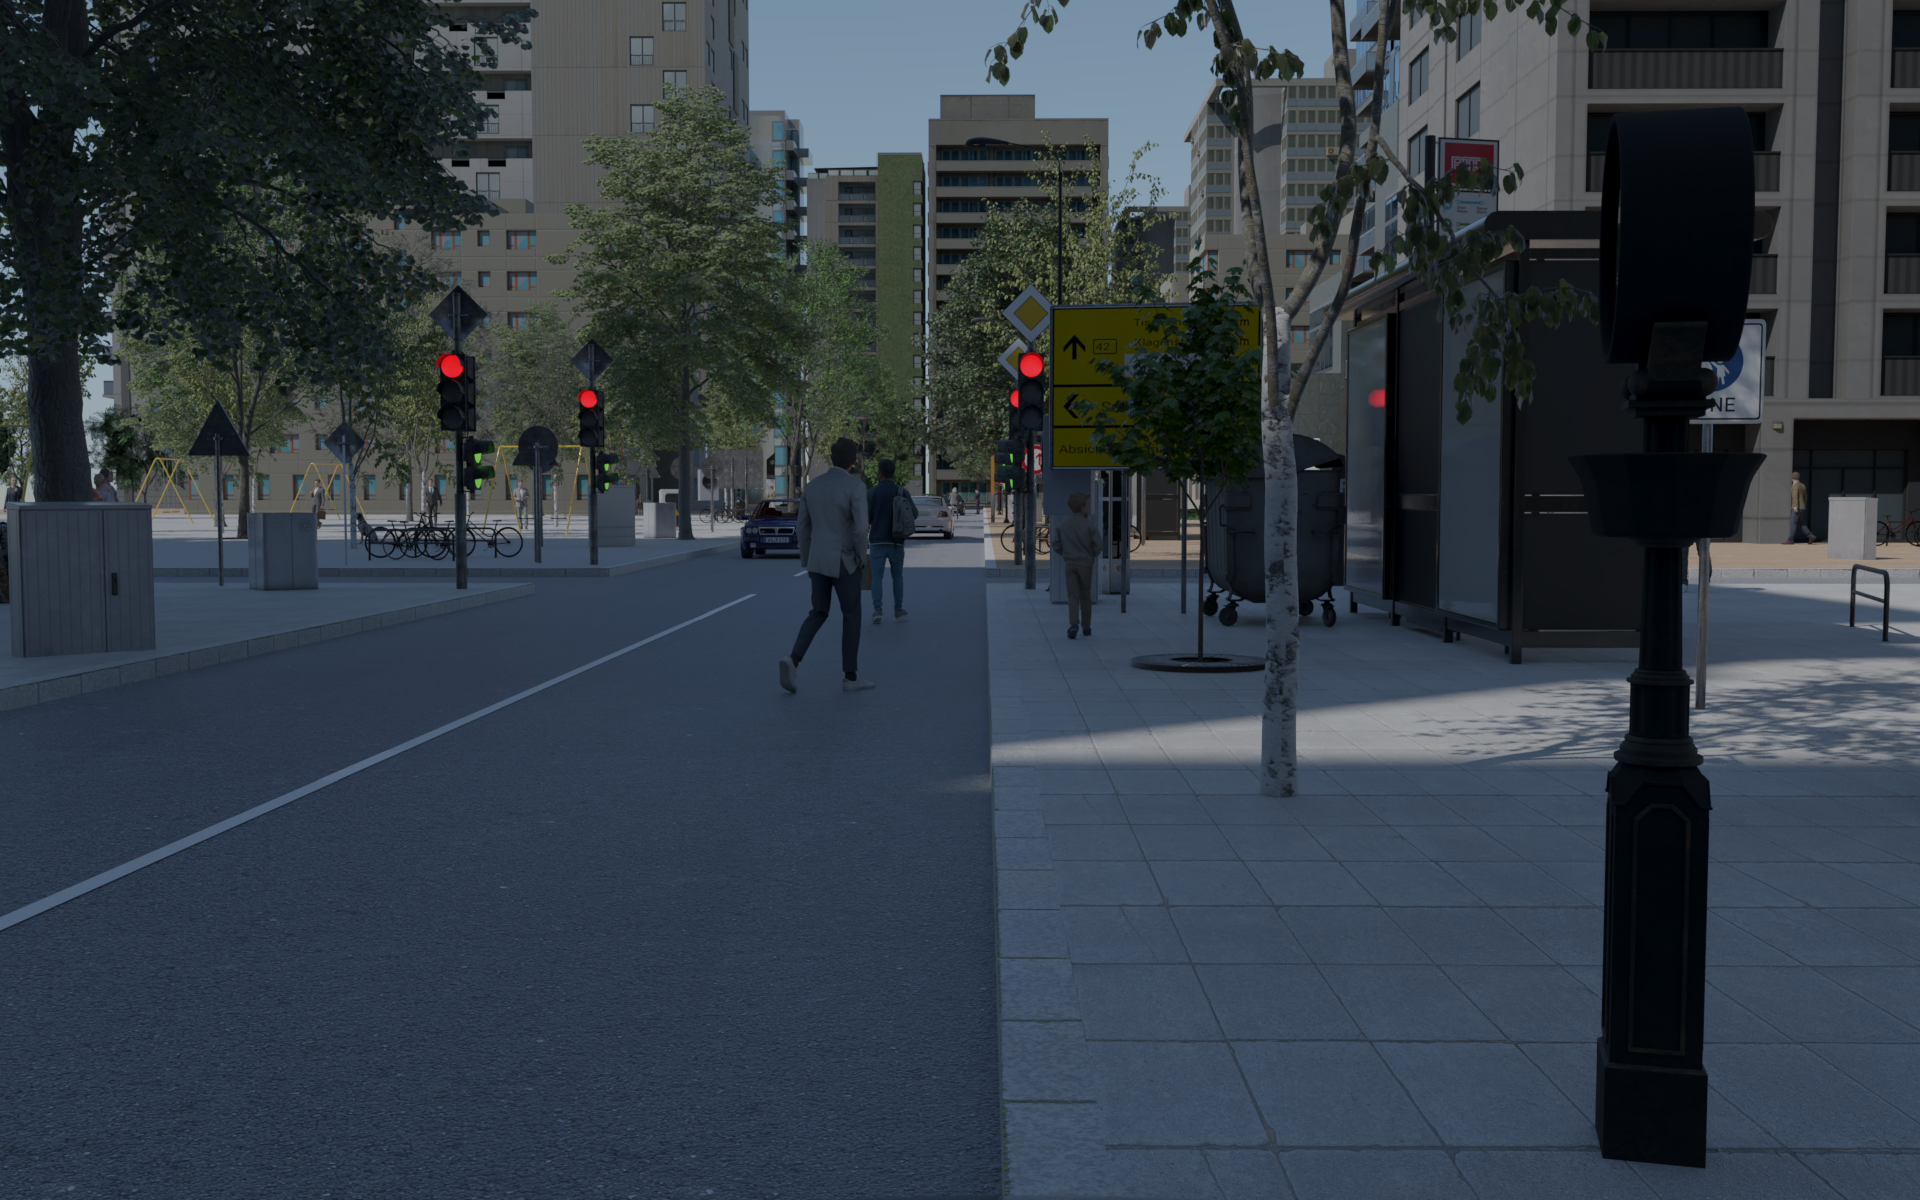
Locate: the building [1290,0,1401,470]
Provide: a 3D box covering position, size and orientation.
[{"bbox_3d":[28.015,-47.224,84.783,22.319,86.520,31.000,0,4,1],"label":"building"}]

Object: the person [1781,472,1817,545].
[{"bbox_3d":[21.254,-2.319,43.870,0.836,1.842,0.656,1,4,16],"label":"person"}]

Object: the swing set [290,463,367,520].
[{"bbox_3d":[-32.243,-5.551,88.381,2.862,2.851,3.119,0,4,7],"label":"swing set"}]

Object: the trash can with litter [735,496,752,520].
[{"bbox_3d":[-10.544,-4.510,85.118,1.055,1.170,0.624,0,4,1],"label":"trash can with litter"}]

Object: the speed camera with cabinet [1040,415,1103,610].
[{"bbox_3d":[1.305,-1.567,19.957,0.660,3.252,2.038,0,4,8],"label":"speed camera with cabinet"}]

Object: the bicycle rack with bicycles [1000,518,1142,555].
[{"bbox_3d":[2.277,-1.449,37.073,2.925,0.926,2.852,1,4,15],"label":"bicycle rack with bicycles"}]

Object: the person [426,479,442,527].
[{"bbox_3d":[-19.326,-3.526,63.470,0.659,1.850,0.755,-1,4,-14],"label":"person"}]

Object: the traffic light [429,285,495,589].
[{"bbox_3d":[-6.731,-2.105,23.339,0.839,4.253,0.868,0,4,1],"label":"traffic light"}]

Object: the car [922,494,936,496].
[{"bbox_3d":[-3.037,-9.703,167.435,1.959,1.807,4.718,0,4,2],"label":"car"}]

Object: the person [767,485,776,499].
[{"bbox_3d":[-10.036,-5.262,92.624,0.519,1.759,0.362,2,4,33],"label":"person"}]

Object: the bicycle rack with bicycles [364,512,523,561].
[{"bbox_3d":[-10.497,-1.278,34.273,2.925,0.926,2.852,1,4,12],"label":"bicycle rack with bicycles"}]

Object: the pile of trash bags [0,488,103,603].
[{"bbox_3d":[-11.263,-0.676,20.811,3.447,1.369,1.912,3,4,36],"label":"pile of trash bags"}]

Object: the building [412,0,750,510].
[{"bbox_3d":[-33.357,-34.533,153.851,27.495,52.752,28.713,0,4,1],"label":"building"}]

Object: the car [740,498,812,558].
[{"bbox_3d":[-4.028,-1.670,39.893,1.945,1.354,3.894,0,3,0],"label":"car"}]

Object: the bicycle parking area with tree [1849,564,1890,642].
[{"bbox_3d":[10.842,-1.558,12.472,8.231,4.147,9.016,2,4,32],"label":"bicycle parking area with tree"}]

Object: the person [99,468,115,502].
[{"bbox_3d":[-17.732,-1.836,36.069,0.388,1.821,0.555,-3,5,-39],"label":"person"}]

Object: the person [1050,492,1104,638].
[{"bbox_3d":[1.045,-0.316,15.484,0.475,1.303,0.640,0,4,5],"label":"person"}]

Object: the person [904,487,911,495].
[{"bbox_3d":[-2.802,-5.012,90.626,0.526,1.800,0.537,-3,5,-44],"label":"person"}]

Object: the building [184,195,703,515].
[{"bbox_3d":[-34.284,-16.906,121.448,27.650,21.520,28.899,0,4,1],"label":"building"}]

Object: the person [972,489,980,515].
[{"bbox_3d":[1.121,-6.857,121.064,0.568,1.767,0.683,0,4,6],"label":"person"}]

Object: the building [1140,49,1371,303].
[{"bbox_3d":[33.678,-28.362,155.597,32.217,40.220,23.993,0,4,1],"label":"building"}]

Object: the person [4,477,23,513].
[{"bbox_3d":[-26.755,-2.602,49.011,0.576,1.772,0.534,-2,4,-24],"label":"person"}]

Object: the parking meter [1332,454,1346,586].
[{"bbox_3d":[5.385,-1.129,24.170,0.399,1.863,0.255,1,4,17],"label":"parking meter"}]

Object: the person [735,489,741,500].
[{"bbox_3d":[-17.654,-8.003,137.606,0.721,1.736,1.217,-2,4,-27],"label":"person"}]

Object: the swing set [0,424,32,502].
[{"bbox_3d":[-22.276,-2.526,38.912,3.119,2.851,2.862,0,4,-5],"label":"swing set"}]

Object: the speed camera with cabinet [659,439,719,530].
[{"bbox_3d":[-9.614,-4.104,61.438,2.038,3.252,0.660,-1,4,-17],"label":"speed camera with cabinet"}]

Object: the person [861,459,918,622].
[{"bbox_3d":[-0.862,-0.663,19.321,0.794,1.824,0.713,1,4,8],"label":"person"}]

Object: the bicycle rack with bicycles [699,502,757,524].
[{"bbox_3d":[-9.960,-3.825,75.929,2.925,0.926,2.852,0,4,-3],"label":"bicycle rack with bicycles"}]

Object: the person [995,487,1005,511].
[{"bbox_3d":[2.969,-7.532,129.159,1.348,1.831,0.705,-2,4,-23],"label":"person"}]

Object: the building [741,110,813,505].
[{"bbox_3d":[-33.421,-36.420,215.078,30.456,49.044,23.786,0,4,1],"label":"building"}]

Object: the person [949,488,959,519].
[{"bbox_3d":[-0.349,-5.497,98.557,0.537,1.800,0.526,0,4,4],"label":"person"}]

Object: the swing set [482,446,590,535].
[{"bbox_3d":[-13.422,-3.577,56.109,3.119,2.851,2.862,1,4,10],"label":"swing set"}]

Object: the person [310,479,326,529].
[{"bbox_3d":[-23.376,-3.491,63.081,0.622,1.834,0.822,1,4,11],"label":"person"}]

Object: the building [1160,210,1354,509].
[{"bbox_3d":[30.283,-17.417,129.814,27.650,21.520,28.899,0,4,1],"label":"building"}]

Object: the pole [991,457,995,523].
[{"bbox_3d":[1.487,-5.152,78.074,0.158,3.312,0.155,0,3,0],"label":"pole"}]

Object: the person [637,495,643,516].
[{"bbox_3d":[-18.720,-5.544,101.351,0.362,1.253,0.373,0,4,2],"label":"person"}]

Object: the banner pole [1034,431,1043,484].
[{"bbox_3d":[2.281,-3.722,50.869,0.401,3.779,0.863,2,4,30],"label":"banner pole"}]

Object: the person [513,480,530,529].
[{"bbox_3d":[-15.906,-3.461,62.828,0.606,1.804,0.583,-1,4,-18],"label":"person"}]

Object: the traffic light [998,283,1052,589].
[{"bbox_3d":[0.930,-2.100,23.254,0.839,4.253,0.868,0,4,1],"label":"traffic light"}]

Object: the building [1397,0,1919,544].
[{"bbox_3d":[26.269,-37.565,52.442,20.611,71.187,20.563,0,4,1],"label":"building"}]

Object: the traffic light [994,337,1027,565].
[{"bbox_3d":[1.035,-2.588,31.239,0.839,4.253,0.868,0,4,1],"label":"traffic light"}]

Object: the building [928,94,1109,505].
[{"bbox_3d":[6.952,-36.088,213.740,21.600,48.544,21.300,0,4,1],"label":"building"}]

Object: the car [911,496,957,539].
[{"bbox_3d":[-1.150,-2.687,56.294,2.083,1.381,4.827,0,4,1],"label":"car"}]

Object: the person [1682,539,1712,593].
[{"bbox_3d":[9.589,-1.012,22.603,0.660,1.820,0.620,2,4,35],"label":"person"}]

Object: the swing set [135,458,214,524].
[{"bbox_3d":[-34.639,-4.788,75.899,2.862,2.851,3.119,0,4,-5],"label":"swing set"}]

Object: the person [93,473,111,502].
[{"bbox_3d":[-14.566,-1.247,29.239,0.694,1.780,0.624,1,4,23],"label":"person"}]

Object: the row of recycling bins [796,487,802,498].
[{"bbox_3d":[-8.275,-5.801,101.962,3.534,1.692,1.069,-1,4,-22],"label":"row of recycling bins"}]

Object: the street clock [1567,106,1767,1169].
[{"bbox_3d":[1.354,0.075,3.345,0.358,2.002,0.471,1,4,16],"label":"street clock"}]

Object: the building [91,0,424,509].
[{"bbox_3d":[-61.969,-37.722,158.755,28.212,58.520,21.231,0,4,1],"label":"building"}]

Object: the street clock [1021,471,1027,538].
[{"bbox_3d":[1.768,-2.712,48.915,0.471,2.002,0.358,3,5,43],"label":"street clock"}]

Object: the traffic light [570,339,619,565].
[{"bbox_3d":[-6.626,-2.593,31.324,0.839,4.253,0.868,0,4,1],"label":"traffic light"}]

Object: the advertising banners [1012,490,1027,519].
[{"bbox_3d":[2.692,-4.709,73.172,0.090,3.025,2.074,2,4,28],"label":"advertising banners"}]

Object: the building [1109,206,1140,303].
[{"bbox_3d":[31.466,-32.309,220.133,23.993,40.220,32.217,0,4,1],"label":"building"}]

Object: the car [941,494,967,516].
[{"bbox_3d":[-0.561,-6.468,115.533,2.009,1.686,4.222,0,4,3],"label":"car"}]

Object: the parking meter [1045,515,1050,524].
[{"bbox_3d":[3.856,-4.196,74.311,0.399,1.863,0.255,-3,4,-37],"label":"parking meter"}]

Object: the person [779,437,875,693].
[{"bbox_3d":[-0.942,-0.256,12.536,0.661,1.843,0.795,3,4,37],"label":"person"}]

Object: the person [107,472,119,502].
[{"bbox_3d":[-19.278,-2.034,39.581,0.573,1.790,0.520,-1,4,-17],"label":"person"}]

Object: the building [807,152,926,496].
[{"bbox_3d":[-11.216,-32.208,210.201,14.086,41.232,14.154,0,4,1],"label":"building"}]
